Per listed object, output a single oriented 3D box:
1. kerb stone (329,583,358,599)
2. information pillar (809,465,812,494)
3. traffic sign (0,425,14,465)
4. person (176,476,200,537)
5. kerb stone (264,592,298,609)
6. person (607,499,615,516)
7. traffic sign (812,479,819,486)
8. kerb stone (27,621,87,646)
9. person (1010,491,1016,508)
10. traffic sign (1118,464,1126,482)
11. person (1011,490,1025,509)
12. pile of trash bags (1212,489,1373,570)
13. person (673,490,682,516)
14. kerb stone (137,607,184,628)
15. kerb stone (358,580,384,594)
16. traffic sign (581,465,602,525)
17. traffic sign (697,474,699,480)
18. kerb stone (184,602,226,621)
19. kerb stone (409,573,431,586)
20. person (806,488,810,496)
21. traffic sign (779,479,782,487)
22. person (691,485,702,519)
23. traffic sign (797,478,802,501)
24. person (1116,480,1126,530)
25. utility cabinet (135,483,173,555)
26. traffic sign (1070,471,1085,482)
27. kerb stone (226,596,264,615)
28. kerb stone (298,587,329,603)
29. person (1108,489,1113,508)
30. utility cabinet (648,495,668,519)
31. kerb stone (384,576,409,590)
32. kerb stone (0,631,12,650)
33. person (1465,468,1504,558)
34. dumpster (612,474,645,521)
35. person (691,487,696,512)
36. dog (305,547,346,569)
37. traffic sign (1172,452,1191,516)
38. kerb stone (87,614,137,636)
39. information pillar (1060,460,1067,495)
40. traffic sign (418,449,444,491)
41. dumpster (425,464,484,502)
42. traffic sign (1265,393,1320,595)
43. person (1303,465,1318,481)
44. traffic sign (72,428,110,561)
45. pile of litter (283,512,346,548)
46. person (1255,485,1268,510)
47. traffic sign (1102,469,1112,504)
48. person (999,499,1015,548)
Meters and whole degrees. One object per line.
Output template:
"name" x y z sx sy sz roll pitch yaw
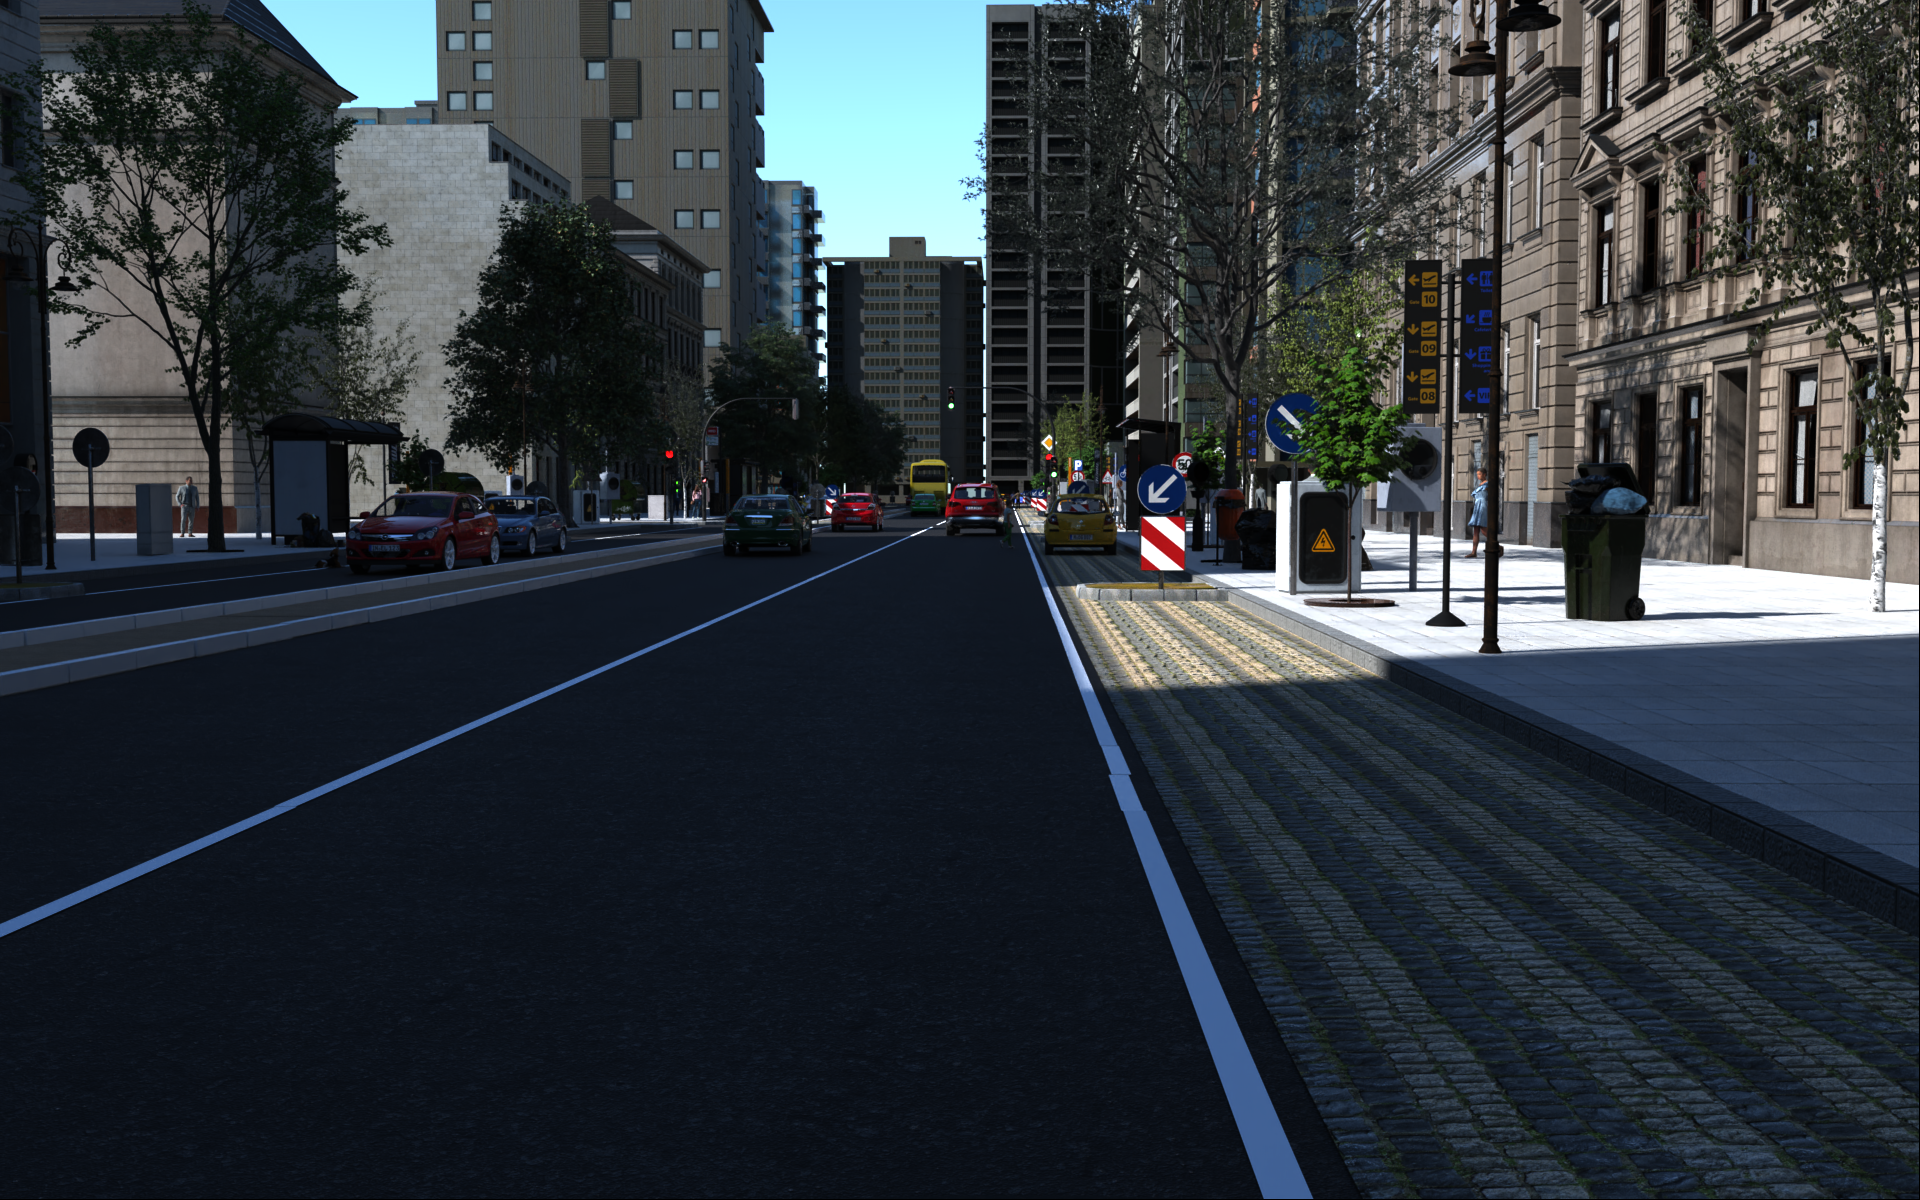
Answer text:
"kerb stone" -8.612 -0.109 23.970 0.120 0.150 1.000 0 4 2
"information pillar" -12.106 -9.138 140.762 0.183 3.616 0.504 -2 4 -24
"traffic sign" -17.481 -1.909 31.324 0.768 2.556 0.104 0 4 4
"person" -23.041 -2.786 51.697 0.391 1.810 0.635 3 5 44
"kerb stone" -8.668 0.019 21.899 0.120 0.150 1.000 0 4 2
"person" -20.687 -5.909 102.837 0.721 1.800 0.419 -3 5 -40
"traffic sign" -12.417 -9.058 148.208 0.768 2.556 0.104 0 4 5
"kerb stone" -8.806 0.332 16.764 0.120 0.150 1.000 0 4 2
"person" 5.482 -10.355 178.736 0.756 1.711 0.436 0 4 5
"traffic sign" 7.083 -4.483 73.403 0.768 2.556 0.104 1 4 8
"person" 5.455 -9.446 162.958 1.348 1.823 0.705 -1 4 -15
"pile of trash bags" 5.519 -1.236 29.964 1.912 1.369 3.447 -2 4 -30
"person" -16.951 -5.944 103.406 0.721 1.800 0.419 -1 4 -16
"kerb stone" -8.754 0.207 18.807 0.120 0.150 1.000 0 4 2
"kerb stone" -8.583 -0.171 24.993 0.120 0.150 1.000 0 4 2
"traffic sign" -15.434 -4.440 72.591 0.884 2.594 0.081 0 4 3
"traffic sign" -15.046 -6.171 100.628 0.795 2.593 0.064 0 4 7
"kerb stone" -8.729 0.144 19.841 0.120 0.150 1.000 0 4 2
"kerb stone" -8.525 -0.296 27.037 0.120 0.150 1.000 0 4 2
"person" -12.815 -8.567 146.507 0.661 1.777 0.834 -3 5 -43
"traffic sign" -13.848 -8.331 136.316 0.768 2.556 0.104 1 4 9
"person" -13.580 -5.048 89.171 0.593 1.750 0.643 -1 4 -13
"traffic sign" -12.741 -8.299 135.793 0.768 2.556 0.104 0 4 7
"person" 5.896 -3.443 62.612 0.573 1.790 0.520 -1 4 -13
"utility cabinet" -16.983 -1.701 36.494 0.318 1.500 1.173 0 4 -4
"traffic sign" 6.213 -5.585 91.423 0.768 2.556 0.104 0 4 6
"kerb stone" -8.689 0.082 20.873 0.120 0.150 1.000 0 4 2
"kerb stone" -8.650 -0.045 22.933 0.120 0.150 1.000 0 4 2
"person" 14.129 -9.586 163.289 0.721 1.766 1.217 -1 4 -8
"utility cabinet" -15.428 -4.734 88.557 1.020 1.237 0.306 1 4 19
"kerb stone" -8.555 -0.232 26.016 0.120 0.150 1.000 0 4 2
"kerb stone" -8.845 0.395 15.730 0.120 0.150 1.000 0 4 2
"person" 10.507 -1.751 34.769 0.778 1.811 0.616 0 4 -3
"dumpster" -16.187 -4.979 83.900 1.502 2.255 1.985 0 4 1
"person" -18.584 -6.995 120.963 0.362 1.759 0.519 3 5 39
"dog" -12.274 -0.814 33.508 0.748 0.427 0.550 -1 4 -17
"traffic sign" 6.791 -3.196 52.366 0.768 2.556 0.104 0 4 6
"kerb stone" -8.787 0.270 17.786 0.120 0.150 1.000 0 4 2
"information pillar" 7.037 -7.725 117.652 0.504 3.616 0.183 0 4 -7
"traffic sign" -14.912 -2.981 48.853 0.768 2.556 0.104 0 4 7
"dumpster" -16.207 -3.228 55.271 1.502 2.255 1.985 0 4 2
"traffic sign" 4.232 -1.334 21.915 0.768 2.556 0.104 0 4 5
"person" 5.068 -1.119 24.520 0.511 1.800 0.466 2 4 24
"traffic sign" -16.662 -2.025 33.209 0.768 2.556 0.104 0 4 8
"pile of litter" -15.640 -1.705 41.848 1.719 0.858 1.176 1 4 13
"person" 15.349 -5.006 87.999 0.694 1.812 0.767 3 4 37
"traffic sign" 7.504 -5.381 87.991 0.884 2.594 0.081 0 4 3
"person" 1.240 -2.011 45.625 0.590 1.304 0.306 -3 5 -42
